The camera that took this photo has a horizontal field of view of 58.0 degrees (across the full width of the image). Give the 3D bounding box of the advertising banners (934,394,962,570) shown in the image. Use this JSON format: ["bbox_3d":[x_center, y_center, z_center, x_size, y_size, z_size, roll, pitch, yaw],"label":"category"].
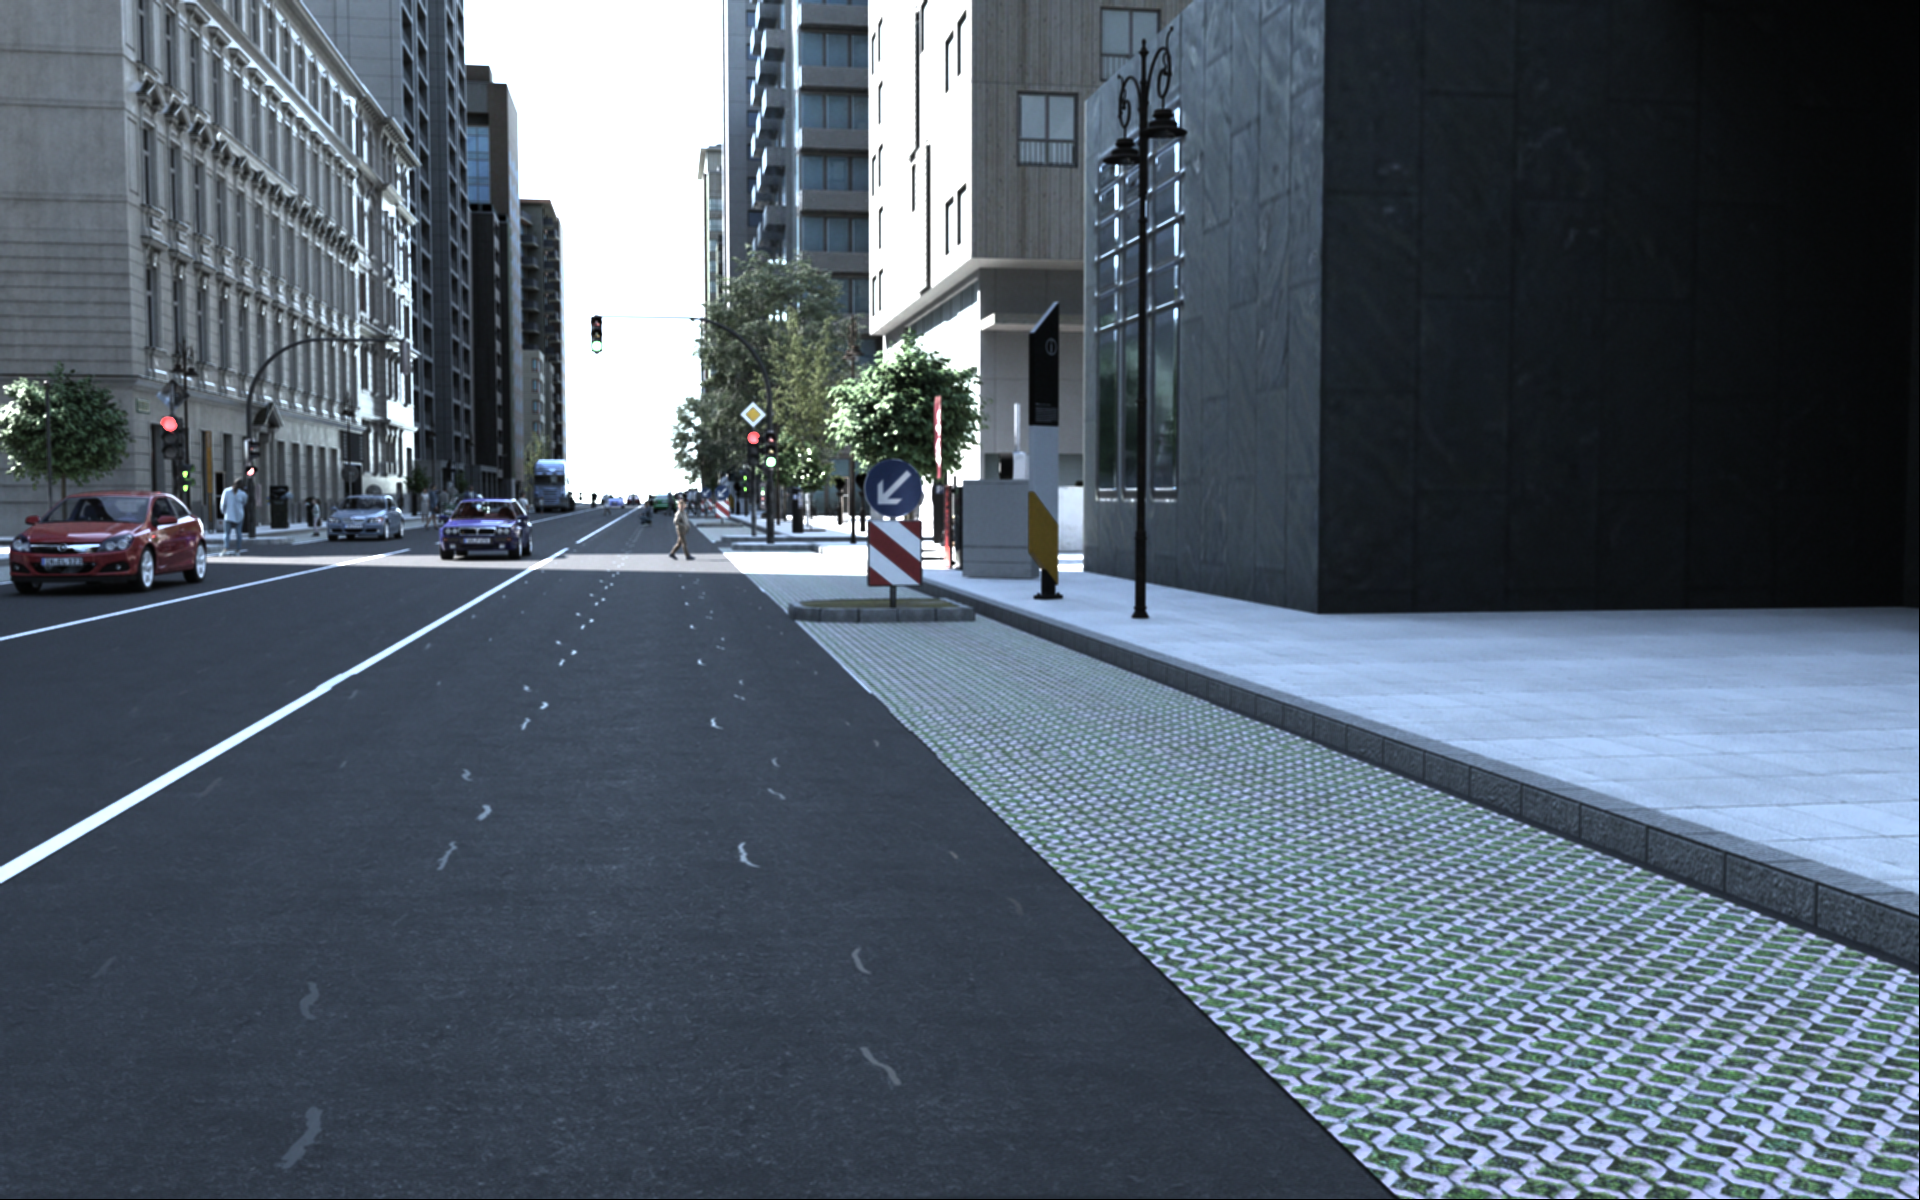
[{"bbox_3d":[-0.197,-2.063,29.910,0.090,3.025,2.074,-1,4,-14],"label":"advertising banners"}]

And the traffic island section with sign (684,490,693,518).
[{"bbox_3d":[-15.040,-5.703,101.864,1.989,1.847,2.006,-1,4,-10],"label":"traffic island section with sign"}]

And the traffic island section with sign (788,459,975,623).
[{"bbox_3d":[-0.975,-0.704,20.132,1.989,1.847,2.006,-1,4,-10],"label":"traffic island section with sign"}]

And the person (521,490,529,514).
[{"bbox_3d":[-31.192,-7.002,123.728,0.760,1.731,0.466,-2,4,-35],"label":"person"}]

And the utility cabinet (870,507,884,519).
[{"bbox_3d":[-4.082,-4.774,86.728,0.318,1.500,1.173,2,4,26],"label":"utility cabinet"}]

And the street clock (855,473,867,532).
[{"bbox_3d":[-3.266,-3.279,58.183,0.471,2.002,0.358,0,4,4],"label":"street clock"}]

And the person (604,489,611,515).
[{"bbox_3d":[-23.624,-6.550,115.937,0.624,1.780,0.694,-1,4,-19],"label":"person"}]

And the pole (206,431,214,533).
[{"bbox_3d":[-24.423,-3.824,56.369,0.158,3.312,0.155,0,3,0],"label":"pole"}]

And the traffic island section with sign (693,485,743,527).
[{"bbox_3d":[-10.466,-4.077,75.286,1.989,1.847,2.006,-1,4,-10],"label":"traffic island section with sign"}]

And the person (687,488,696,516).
[{"bbox_3d":[-17.516,-6.343,112.302,0.850,1.850,0.679,-2,4,-24],"label":"person"}]

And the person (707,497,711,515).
[{"bbox_3d":[-17.401,-6.753,119.669,0.466,1.731,0.760,-2,4,-33],"label":"person"}]

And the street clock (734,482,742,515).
[{"bbox_3d":[-13.761,-6.282,107.286,0.471,2.002,0.358,-2,4,-32],"label":"street clock"}]

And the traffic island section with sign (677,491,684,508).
[{"bbox_3d":[-23.555,-8.723,151.253,1.989,1.847,2.006,-1,4,-10],"label":"traffic island section with sign"}]

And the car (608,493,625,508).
[{"bbox_3d":[-35.426,-10.309,178.142,1.945,1.707,3.694,-1,4,-8],"label":"car"}]

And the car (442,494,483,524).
[{"bbox_3d":[-22.921,-4.205,80.546,2.131,1.459,4.920,-1,4,-11],"label":"car"}]

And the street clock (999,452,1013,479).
[{"bbox_3d":[0.793,-1.549,29.897,0.358,2.002,0.471,0,4,-2],"label":"street clock"}]

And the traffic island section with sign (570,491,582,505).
[{"bbox_3d":[-51.424,-13.497,229.309,1.989,1.847,2.006,-1,4,-10],"label":"traffic island section with sign"}]

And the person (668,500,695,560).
[{"bbox_3d":[-6.055,-1.527,37.739,0.640,1.303,0.475,1,4,9],"label":"person"}]

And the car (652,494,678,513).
[{"bbox_3d":[-22.555,-7.562,132.438,1.959,1.807,4.718,-1,4,-9],"label":"car"}]

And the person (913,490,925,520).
[{"bbox_3d":[-1.431,-3.026,55.620,0.679,1.850,0.850,1,4,20],"label":"person"}]

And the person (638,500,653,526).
[{"bbox_3d":[-14.239,-3.922,78.123,0.738,1.151,1.012,0,4,-2],"label":"person"}]

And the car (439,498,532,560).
[{"bbox_3d":[-10.718,-1.631,39.246,1.945,1.354,3.894,-1,4,-9],"label":"car"}]

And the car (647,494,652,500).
[{"bbox_3d":[-44.833,-14.892,253.262,2.009,1.686,4.222,-1,4,-10],"label":"car"}]

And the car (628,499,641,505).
[{"bbox_3d":[-44.712,-13.766,237.661,1.945,1.354,3.894,-1,4,-9],"label":"car"}]

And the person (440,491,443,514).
[{"bbox_3d":[-33.985,-6.403,113.322,0.503,1.515,0.523,1,4,10],"label":"person"}]

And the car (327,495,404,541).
[{"bbox_3d":[-18.743,-2.614,54.736,2.014,1.417,4.499,-1,4,-9],"label":"car"}]

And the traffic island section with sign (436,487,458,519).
[{"bbox_3d":[-28.957,-5.519,98.858,1.989,1.847,2.006,-1,4,-10],"label":"traffic island section with sign"}]

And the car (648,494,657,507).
[{"bbox_3d":[-32.576,-10.805,186.449,2.009,1.686,4.222,-1,4,-10],"label":"car"}]

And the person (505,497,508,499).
[{"bbox_3d":[-30.438,-6.269,116.018,0.505,1.210,0.382,0,3,0],"label":"person"}]

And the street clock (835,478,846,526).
[{"bbox_3d":[-4.902,-4.041,70.640,0.471,2.002,0.358,0,4,2],"label":"street clock"}]

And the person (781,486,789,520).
[{"bbox_3d":[-8.755,-4.932,86.871,0.526,1.800,0.537,2,4,24],"label":"person"}]

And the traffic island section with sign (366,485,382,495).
[{"bbox_3d":[-24.317,-3.867,71.847,1.989,1.847,2.006,-1,4,-10],"label":"traffic island section with sign"}]

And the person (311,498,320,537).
[{"bbox_3d":[-21.679,-2.779,58.216,0.425,1.301,0.394,3,5,40],"label":"person"}]

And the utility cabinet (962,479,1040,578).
[{"bbox_3d":[0.628,-1.084,26.400,1.173,1.500,0.318,2,4,27],"label":"utility cabinet"}]

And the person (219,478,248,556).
[{"bbox_3d":[-16.788,-1.911,40.005,0.793,1.790,0.793,2,4,25],"label":"person"}]

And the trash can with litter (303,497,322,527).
[{"bbox_3d":[-25.309,-3.448,67.766,0.624,1.170,1.055,-1,4,-12],"label":"trash can with litter"}]

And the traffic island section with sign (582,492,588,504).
[{"bbox_3d":[-56.129,-15.166,256.583,1.989,1.847,2.006,-1,4,-10],"label":"traffic island section with sign"}]

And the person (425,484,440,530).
[{"bbox_3d":[-21.273,-3.747,69.785,0.654,1.822,0.581,-1,4,-22],"label":"person"}]

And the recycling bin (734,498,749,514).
[{"bbox_3d":[-13.806,-5.937,109.621,0.722,1.027,0.722,2,4,26],"label":"recycling bin"}]

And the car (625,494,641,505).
[{"bbox_3d":[-43.263,-13.469,229.263,2.155,1.783,4.494,-1,4,-11],"label":"car"}]

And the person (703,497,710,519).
[{"bbox_3d":[-14.413,-5.214,98.439,0.332,1.250,0.352,3,4,36],"label":"person"}]

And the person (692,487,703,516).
[{"bbox_3d":[-15.694,-5.824,103.815,0.679,1.850,0.850,-1,4,-11],"label":"person"}]

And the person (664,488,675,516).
[{"bbox_3d":[-19.333,-6.546,115.640,0.853,1.813,0.709,-3,4,-38],"label":"person"}]

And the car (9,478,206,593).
[{"bbox_3d":[-12.970,-1.069,26.525,2.155,1.783,4.494,-1,4,-8],"label":"car"}]

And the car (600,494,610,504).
[{"bbox_3d":[-50.548,-14.585,248.245,2.009,1.686,4.222,0,4,-8],"label":"car"}]

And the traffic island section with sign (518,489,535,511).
[{"bbox_3d":[-37.518,-8.558,148.551,1.989,1.847,2.006,-1,4,-10],"label":"traffic island section with sign"}]
